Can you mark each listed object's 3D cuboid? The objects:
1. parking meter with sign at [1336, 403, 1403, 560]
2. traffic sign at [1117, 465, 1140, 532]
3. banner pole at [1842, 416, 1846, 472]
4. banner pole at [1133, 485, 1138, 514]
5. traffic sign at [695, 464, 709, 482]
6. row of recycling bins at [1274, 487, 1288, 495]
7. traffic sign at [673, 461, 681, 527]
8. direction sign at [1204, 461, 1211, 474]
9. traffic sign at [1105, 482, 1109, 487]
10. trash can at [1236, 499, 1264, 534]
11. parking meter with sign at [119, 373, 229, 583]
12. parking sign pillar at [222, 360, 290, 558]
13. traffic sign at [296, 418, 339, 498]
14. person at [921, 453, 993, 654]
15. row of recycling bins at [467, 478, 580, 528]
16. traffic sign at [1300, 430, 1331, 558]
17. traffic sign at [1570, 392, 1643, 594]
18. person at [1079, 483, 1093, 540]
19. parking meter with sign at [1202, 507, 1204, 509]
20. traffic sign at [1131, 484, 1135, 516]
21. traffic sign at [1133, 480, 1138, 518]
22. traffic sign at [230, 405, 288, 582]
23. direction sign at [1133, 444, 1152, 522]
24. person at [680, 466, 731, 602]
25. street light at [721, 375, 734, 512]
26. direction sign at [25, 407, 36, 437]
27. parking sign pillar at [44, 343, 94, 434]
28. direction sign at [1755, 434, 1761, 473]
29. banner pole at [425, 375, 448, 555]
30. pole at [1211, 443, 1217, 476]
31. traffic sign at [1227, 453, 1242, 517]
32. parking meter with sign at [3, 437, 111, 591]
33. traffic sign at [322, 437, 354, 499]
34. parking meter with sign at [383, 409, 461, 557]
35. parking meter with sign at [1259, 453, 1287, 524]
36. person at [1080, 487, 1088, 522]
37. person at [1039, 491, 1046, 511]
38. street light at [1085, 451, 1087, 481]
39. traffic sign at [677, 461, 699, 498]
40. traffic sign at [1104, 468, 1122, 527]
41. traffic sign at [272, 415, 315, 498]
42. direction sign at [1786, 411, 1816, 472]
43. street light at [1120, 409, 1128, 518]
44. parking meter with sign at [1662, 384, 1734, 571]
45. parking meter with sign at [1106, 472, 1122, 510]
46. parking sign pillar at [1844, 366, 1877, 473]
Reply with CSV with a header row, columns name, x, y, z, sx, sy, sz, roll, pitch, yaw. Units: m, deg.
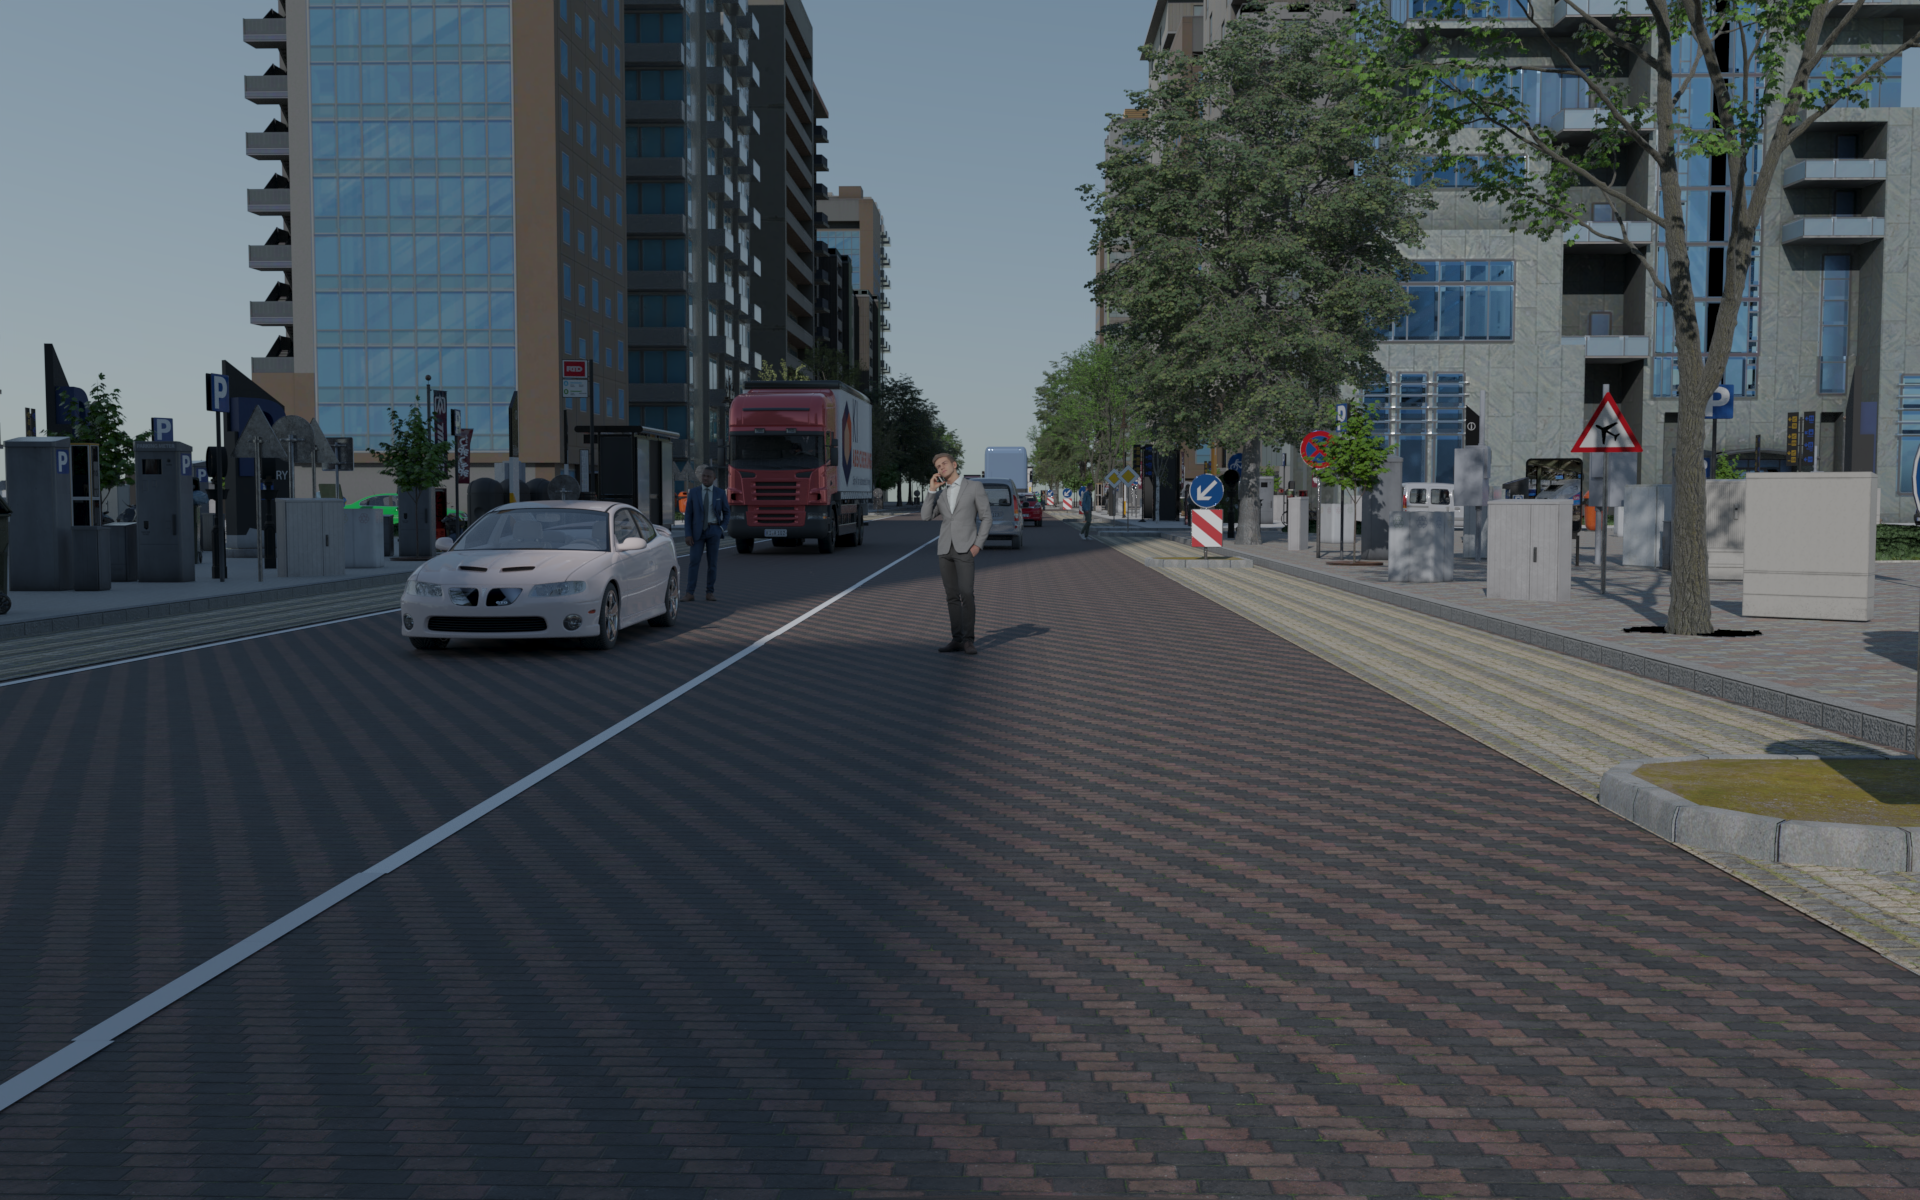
name,x,y,z,sx,sy,sz,roll,pitch,yaw
parking meter with sign,8.206,-2.283,33.591,1.738,3.016,0.543,-1,4,-9
traffic sign,5.725,-3.386,59.005,0.795,2.450,0.064,0,4,2
banner pole,28.417,-3.994,55.314,0.401,3.779,0.863,-2,4,-27
banner pole,11.500,-7.600,114.281,0.401,3.779,0.863,-1,4,-11
traffic sign,-11.010,-4.538,74.304,0.768,2.556,0.104,0,4,8
row of recycling bins,19.022,-6.018,105.501,3.534,1.692,1.069,-1,4,-21
traffic sign,-11.304,-4.184,68.409,0.884,2.594,0.081,0,4,5
direction sign,16.948,-7.744,118.606,0.379,3.537,0.876,3,5,40
traffic sign,11.921,-8.416,137.608,0.884,2.594,0.081,1,4,10
trash can,7.913,-2.182,47.328,0.748,1.137,0.748,0,3,0
parking meter with sign,-11.599,-1.772,25.240,1.738,3.016,0.543,0,4,2
parking sign pillar,-14.283,-2.864,35.295,1.447,3.967,1.447,3,4,36
traffic sign,-10.985,-1.802,29.471,0.884,2.594,0.081,1,4,10
person,-0.028,-0.427,15.664,0.592,1.802,0.473,3,5,43
row of recycling bins,-11.121,-2.279,44.380,1.069,1.692,3.534,2,4,30
traffic sign,7.182,-2.112,34.641,0.768,2.556,0.104,1,4,11
traffic sign,8.255,-1.355,22.160,0.884,2.594,0.081,1,4,9
person,3.953,-2.759,53.951,0.444,1.785,0.601,2,4,34
parking meter with sign,15.803,-6.759,106.776,1.738,3.016,0.543,1,4,14
traffic sign,9.905,-6.090,99.685,0.768,2.556,0.104,0,4,6
traffic sign,9.463,-5.680,92.977,0.768,2.556,0.104,0,4,6
traffic sign,-10.245,-1.547,25.294,0.884,2.594,0.081,0,4,7
direction sign,8.338,-5.327,79.094,0.876,3.537,0.379,1,4,10
person,-3.436,-0.893,23.278,0.721,1.800,0.419,-1,4,-16
street light,-8.970,-5.800,67.612,0.468,5.910,1.993,0,4,2
direction sign,-24.452,-3.282,45.656,0.379,3.537,0.876,-1,4,-14
parking sign pillar,-16.296,-2.644,31.700,1.447,3.967,1.447,-1,4,-13
direction sign,30.423,-4.533,66.118,0.379,3.537,0.876,1,4,15
banner pole,-11.071,-2.851,36.638,0.401,3.779,0.863,1,4,20
pole,9.897,-4.507,67.529,0.158,3.312,0.155,0,3,0
traffic sign,8.634,-3.266,53.499,0.768,2.556,0.104,0,4,3
parking meter with sign,-12.204,-1.631,22.925,1.738,3.016,0.543,0,4,0
traffic sign,-11.206,-1.778,31.195,0.606,2.300,0.079,0,4,8
parking meter with sign,-11.174,-2.405,35.575,1.738,3.016,0.543,0,4,-4
parking meter with sign,12.999,-4.748,73.884,1.738,3.016,0.543,0,4,0
person,6.354,-4.812,87.269,0.391,1.810,0.635,2,4,34
person,7.105,-8.518,148.493,0.721,1.735,1.217,-2,4,-24
street light,10.225,-10.301,141.212,0.468,5.910,1.993,0,4,2
traffic sign,-10.712,-4.167,68.127,0.884,2.594,0.081,0,4,7
traffic sign,5.958,-3.874,66.987,0.795,2.450,0.064,0,4,2
traffic sign,-10.769,-1.702,27.936,0.768,2.556,0.104,0,4,5
direction sign,23.140,-3.409,47.729,0.379,3.537,0.876,-2,4,-24
street light,8.731,-7.315,92.389,0.468,5.910,1.993,0,4,2
parking meter with sign,12.035,-1.968,28.440,0.543,3.016,1.738,0,4,2
parking meter with sign,11.997,-8.462,134.610,0.543,3.016,1.738,-2,4,-34
parking sign pillar,19.200,-2.969,37.008,1.447,3.967,1.447,1,4,21
